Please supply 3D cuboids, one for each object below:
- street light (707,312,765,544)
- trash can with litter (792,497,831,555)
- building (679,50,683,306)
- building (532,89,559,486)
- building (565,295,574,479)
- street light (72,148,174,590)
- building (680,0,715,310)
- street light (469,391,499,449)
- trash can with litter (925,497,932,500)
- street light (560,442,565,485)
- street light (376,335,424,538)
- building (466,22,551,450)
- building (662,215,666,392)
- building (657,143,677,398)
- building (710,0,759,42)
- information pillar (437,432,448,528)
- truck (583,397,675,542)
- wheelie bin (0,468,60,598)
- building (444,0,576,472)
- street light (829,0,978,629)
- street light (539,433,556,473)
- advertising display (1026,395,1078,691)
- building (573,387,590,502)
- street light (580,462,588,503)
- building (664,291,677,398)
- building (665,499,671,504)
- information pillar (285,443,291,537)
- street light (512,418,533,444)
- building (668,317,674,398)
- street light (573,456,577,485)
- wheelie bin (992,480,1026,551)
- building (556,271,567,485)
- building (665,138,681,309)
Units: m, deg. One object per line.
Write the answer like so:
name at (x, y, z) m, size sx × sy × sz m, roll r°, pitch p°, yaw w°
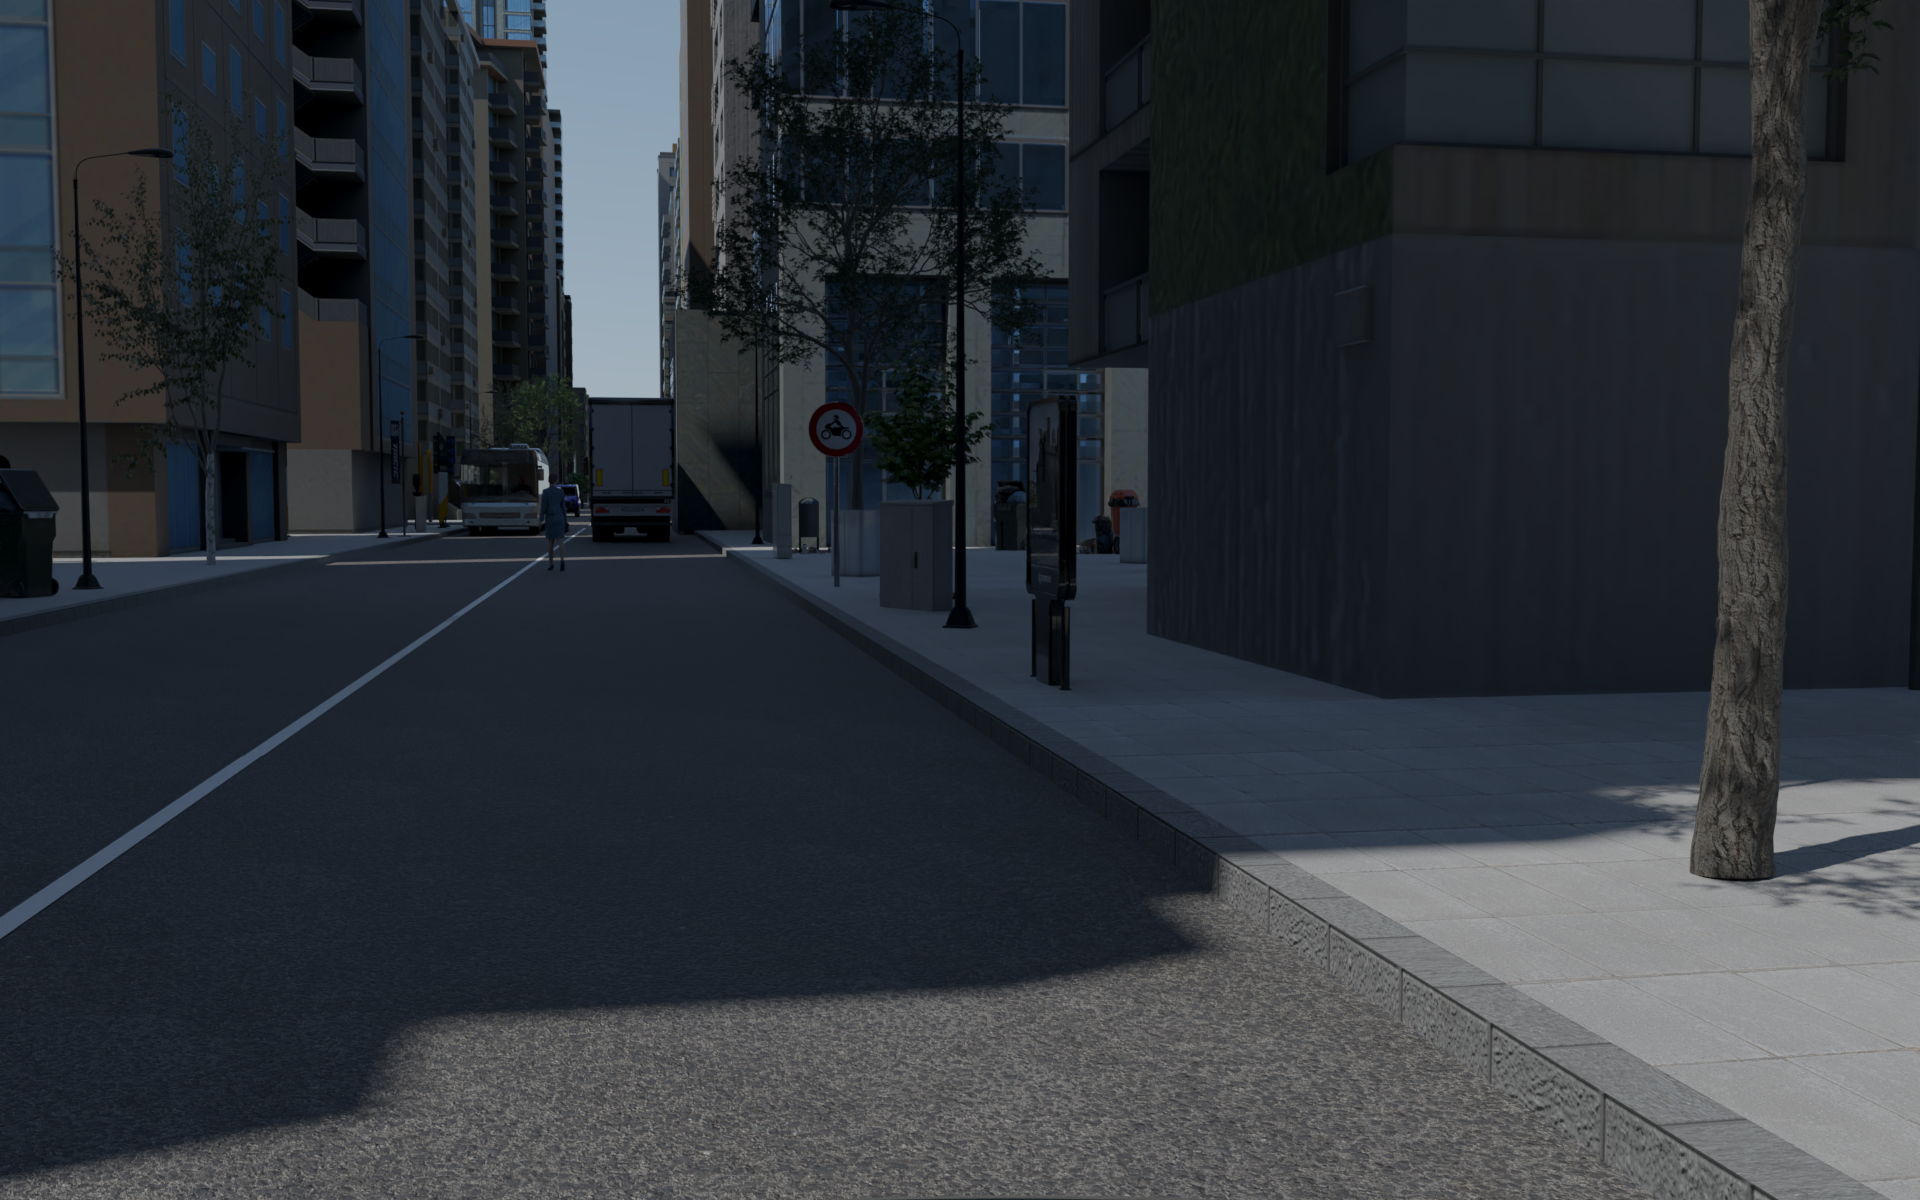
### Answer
street light at (-5.707, -4.372, 44.023) m, size 1.470 × 5.913 × 1.316 m, roll -1°, pitch 4°, yaw -11°
trash can with litter at (-2.927, -1.637, 37.820) m, size 2.233 × 1.210 × 1.678 m, roll -3°, pitch 5°, yaw -44°
building at (-19.106, -29.290, 162.486) m, size 14.154 × 41.232 × 14.086 m, roll -1°, pitch 4°, yaw -11°
building at (-51.105, -32.729, 185.229) m, size 14.600 × 45.320 × 14.200 m, roll -1°, pitch 4°, yaw -11°
building at (-61.084, -28.663, 240.337) m, size 14.160 × 30.474 × 14.107 m, roll -1°, pitch 4°, yaw -11°
street light at (-11.252, -3.105, 23.315) m, size 1.470 × 5.913 × 1.316 m, roll -1°, pitch 4°, yaw -11°
building at (-10.363, -28.074, 109.117) m, size 14.600 × 45.320 × 14.200 m, roll -1°, pitch 4°, yaw -11°
street light at (-21.437, -6.444, 77.903) m, size 1.470 × 5.913 × 1.316 m, roll -1°, pitch 4°, yaw -11°
trash can with litter at (-0.720, -1.727, 39.293) m, size 1.678 × 1.210 × 2.233 m, roll -1°, pitch 4°, yaw -13°
street light at (-35.748, -11.080, 153.695) m, size 1.470 × 5.913 × 1.316 m, roll -1°, pitch 4°, yaw -11°
street light at (-16.306, -4.766, 50.470) m, size 1.470 × 5.913 × 1.316 m, roll -1°, pitch 4°, yaw -11°
building at (-50.466, -31.124, 163.498) m, size 22.147 × 44.769 × 28.867 m, roll -1°, pitch 4°, yaw -11°
building at (-34.869, -39.759, 269.675) m, size 23.786 × 49.044 × 30.456 m, roll -1°, pitch 4°, yaw -11°
building at (-41.124, -46.239, 298.005) m, size 21.231 × 58.520 × 28.212 m, roll -1°, pitch 4°, yaw -11°
building at (-5.297, -24.746, 88.190) m, size 14.086 × 41.232 × 14.154 m, roll -1°, pitch 4°, yaw -11°
information pillar at (-19.469, -4.515, 65.169) m, size 0.183 × 3.616 × 0.504 m, roll 1°, pitch 4°, yaw 20°
truck at (-10.669, -4.083, 55.671) m, size 2.839 × 4.237 × 11.283 m, roll -1°, pitch 4°, yaw -12°
wheelie bin at (-11.717, -0.833, 21.522) m, size 0.693 × 1.594 × 0.980 m, roll 1°, pitch 4°, yaw 12°
building at (-69.547, -57.982, 260.681) m, size 22.319 × 86.520 × 31.000 m, roll -1°, pitch 4°, yaw -11°
street light at (-0.529, -2.683, 16.406) m, size 1.470 × 5.913 × 1.316 m, roll -1°, pitch 4°, yaw -11°
street light at (-31.587, -9.778, 132.419) m, size 1.470 × 5.913 × 1.316 m, roll -1°, pitch 4°, yaw -11°
advertising display at (0.611, -0.397, 11.709) m, size 0.123 × 1.923 × 0.974 m, roll -1°, pitch 4°, yaw -11°
building at (-76.774, -27.328, 291.848) m, size 27.650 × 21.520 × 28.899 m, roll -1°, pitch 4°, yaw -11°
street light at (-45.938, -14.429, 208.453) m, size 1.470 × 5.913 × 1.316 m, roll -1°, pitch 4°, yaw -11°
building at (-35.144, -29.105, 247.564) m, size 14.160 × 30.474 × 14.107 m, roll -1°, pitch 4°, yaw -11°
building at (-7.984, -27.466, 140.946) m, size 32.217 × 40.220 × 23.993 m, roll -1°, pitch 4°, yaw -11°
information pillar at (-20.187, -3.680, 51.522) m, size 0.183 × 3.616 × 0.504 m, roll 1°, pitch 4°, yaw 17°
street light at (-26.571, -8.105, 105.059) m, size 1.470 × 5.913 × 1.316 m, roll -1°, pitch 4°, yaw -11°
building at (-16.915, -20.828, 185.584) m, size 27.650 × 21.520 × 28.899 m, roll -1°, pitch 4°, yaw -11°
street light at (-40.967, -12.767, 181.283) m, size 1.470 × 5.913 × 1.316 m, roll -1°, pitch 4°, yaw -11°
wheelie bin at (1.165, -1.929, 39.454) m, size 0.980 × 1.594 × 0.693 m, roll 2°, pitch 4°, yaw 28°
building at (-56.646, -27.065, 214.209) m, size 14.160 × 30.474 × 14.107 m, roll -1°, pitch 4°, yaw -11°
building at (-23.627, -36.348, 213.899) m, size 23.786 × 49.044 × 30.456 m, roll -1°, pitch 4°, yaw -11°
